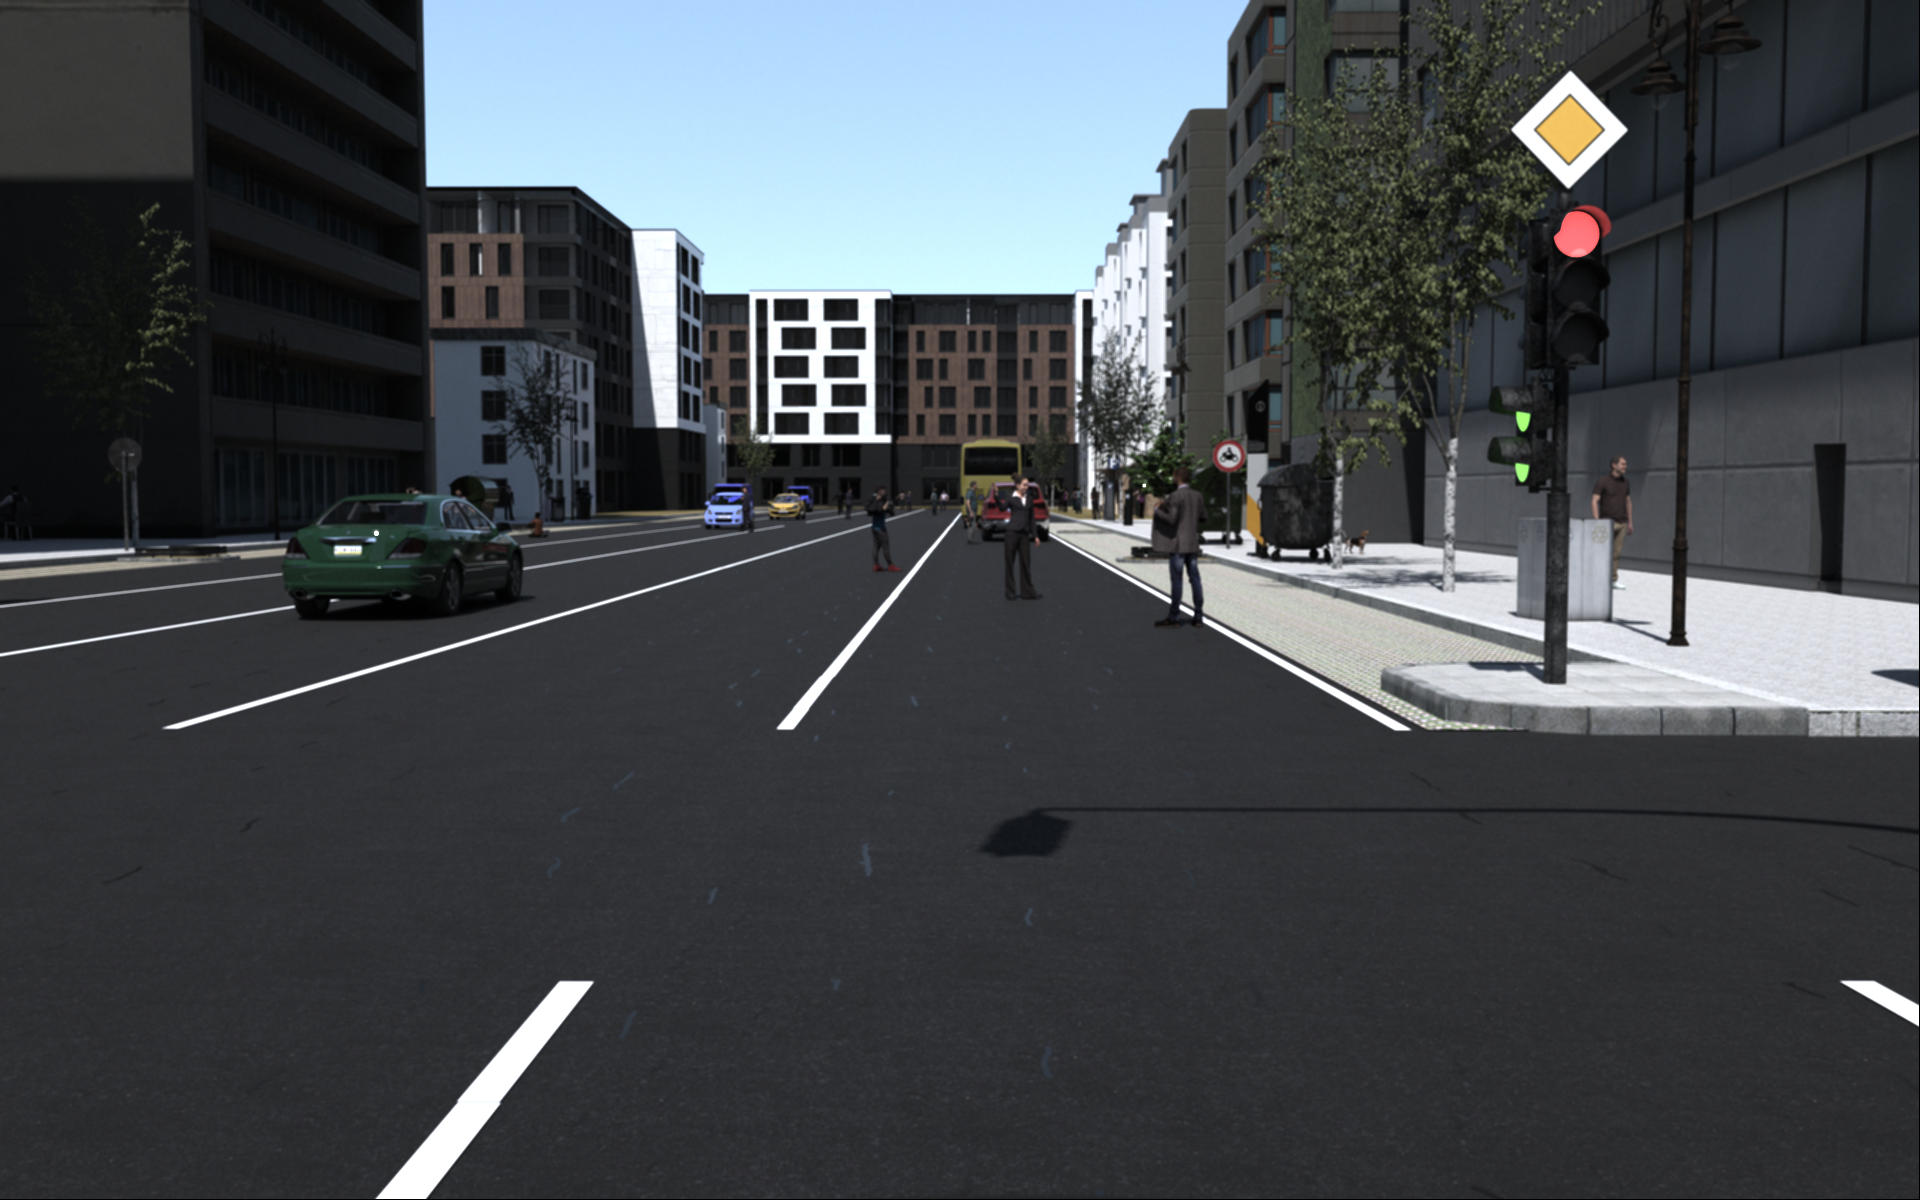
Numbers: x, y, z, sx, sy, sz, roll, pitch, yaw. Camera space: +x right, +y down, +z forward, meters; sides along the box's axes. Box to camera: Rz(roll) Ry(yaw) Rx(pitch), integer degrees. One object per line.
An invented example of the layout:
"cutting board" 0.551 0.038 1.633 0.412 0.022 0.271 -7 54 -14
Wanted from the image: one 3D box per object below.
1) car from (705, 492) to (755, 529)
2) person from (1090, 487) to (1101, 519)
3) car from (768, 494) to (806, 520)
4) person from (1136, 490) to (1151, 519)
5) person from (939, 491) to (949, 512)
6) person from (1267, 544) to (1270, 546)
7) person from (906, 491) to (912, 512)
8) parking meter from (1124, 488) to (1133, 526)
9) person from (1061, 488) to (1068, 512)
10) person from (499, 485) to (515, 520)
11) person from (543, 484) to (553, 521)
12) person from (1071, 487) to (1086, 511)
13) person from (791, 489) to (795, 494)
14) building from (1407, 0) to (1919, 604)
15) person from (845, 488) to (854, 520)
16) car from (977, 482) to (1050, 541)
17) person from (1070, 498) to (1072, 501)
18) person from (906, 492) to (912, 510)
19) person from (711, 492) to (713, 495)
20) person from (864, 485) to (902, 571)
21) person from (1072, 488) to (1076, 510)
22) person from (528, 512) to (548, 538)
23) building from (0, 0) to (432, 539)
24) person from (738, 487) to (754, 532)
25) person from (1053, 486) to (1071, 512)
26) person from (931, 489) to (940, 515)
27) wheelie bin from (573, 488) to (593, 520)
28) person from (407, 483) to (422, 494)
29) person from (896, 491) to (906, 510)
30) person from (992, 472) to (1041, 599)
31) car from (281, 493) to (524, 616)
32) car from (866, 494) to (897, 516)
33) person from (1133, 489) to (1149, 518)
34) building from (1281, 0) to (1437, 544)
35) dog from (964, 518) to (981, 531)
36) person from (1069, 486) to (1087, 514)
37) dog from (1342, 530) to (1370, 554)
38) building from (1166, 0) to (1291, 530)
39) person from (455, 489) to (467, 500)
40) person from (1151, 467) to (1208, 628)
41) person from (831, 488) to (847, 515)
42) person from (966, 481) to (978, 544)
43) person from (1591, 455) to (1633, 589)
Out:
"car" -9.568 -3.817 71.993 1.945 1.707 3.694 0 4 0
"person" 6.891 -4.918 87.917 0.593 1.643 0.415 -3 4 -38
"car" -9.731 -5.348 97.666 2.015 1.641 3.980 0 4 2
"person" 9.588 -5.142 90.795 0.721 1.739 1.217 -2 4 -33
"person" -1.328 -7.999 140.218 0.756 1.711 0.436 2 4 34
"person" 7.852 -2.195 42.658 0.376 1.734 0.841 -3 4 -36
"person" -4.119 -7.982 139.917 0.541 1.710 0.530 -1 4 -13
"parking meter" 6.878 -3.815 70.786 0.372 1.533 0.369 0 3 0
"person" 7.319 -7.016 121.433 0.721 1.739 1.217 -1 4 -15
"person" -21.994 -4.726 84.123 0.445 1.727 0.742 2 4 29
"person" -19.223 -4.542 80.965 0.621 1.740 0.551 -1 4 -8
"person" 9.015 -7.767 132.969 1.348 1.831 0.705 2 4 32
"person" -12.326 -7.262 127.211 0.705 1.826 1.348 3 5 41
"building" 23.483 -26.766 26.866 27.495 52.752 28.713 0 4 1
"person" -6.143 -5.378 96.885 0.683 1.767 0.568 3 5 41
"car" 1.692 -2.781 54.144 2.281 1.827 5.304 0 3 0
"person" 9.614 -8.215 143.616 1.065 1.426 0.557 2 4 25
"person" -4.562 -8.906 155.577 0.593 1.643 0.415 -1 4 -18
"person" -20.257 -8.417 143.668 1.348 1.822 0.705 -1 4 -9
"person" -1.426 -1.326 32.046 0.662 1.594 0.647 -2 4 -31
"person" 9.104 -8.098 139.157 0.721 1.736 1.217 2 4 26
"person" -14.043 -2.474 57.229 0.655 0.850 0.859 3 5 44
"building" -32.262 -26.611 58.795 21.300 48.544 21.600 0 4 1
"person" -8.103 -3.433 65.550 0.530 1.710 0.541 -1 4 -23
"person" 7.307 -7.276 124.641 1.348 1.869 0.705 1 4 20
"person" -1.692 -6.672 117.668 0.705 1.814 1.350 2 4 25
"wheelie bin" -18.678 -4.778 86.026 0.980 1.594 0.693 -2 4 -34
"person" -18.483 -3.132 58.710 0.517 1.644 0.566 -1 4 -17
"person" -5.343 -9.187 159.409 1.217 1.736 0.721 -2 4 -23
"person" 0.756 -0.862 23.401 0.445 1.727 0.742 2 4 33
"car" -6.843 -0.607 21.727 2.131 1.459 4.920 0 4 0
"car" -5.203 -6.387 114.217 2.009 1.686 4.222 0 4 -1
"person" 9.552 -5.232 92.303 1.217 1.736 0.721 1 4 14
"building" 16.558 -22.432 50.351 14.154 41.232 14.086 0 4 1
"dog" 0.479 -2.914 66.931 0.540 0.507 0.406 -2 4 -32
"person" 7.832 -6.615 114.281 1.350 1.814 0.705 2 4 32
"dog" 8.470 -1.237 37.063 0.540 0.507 0.406 0 4 5
"building" 24.074 -13.902 72.333 27.650 21.520 28.899 0 4 1
"person" -14.950 -2.522 51.700 0.963 1.587 0.435 -2 4 -25
"person" 2.362 -0.573 18.695 0.655 1.722 0.431 -2 4 -34
"person" -8.094 -6.648 116.820 1.348 1.869 0.705 2 4 35
"person" 0.379 -2.512 49.699 0.434 1.807 0.598 1 4 22
"person" 8.813 -1.051 23.348 0.598 1.807 0.434 0 4 -7
